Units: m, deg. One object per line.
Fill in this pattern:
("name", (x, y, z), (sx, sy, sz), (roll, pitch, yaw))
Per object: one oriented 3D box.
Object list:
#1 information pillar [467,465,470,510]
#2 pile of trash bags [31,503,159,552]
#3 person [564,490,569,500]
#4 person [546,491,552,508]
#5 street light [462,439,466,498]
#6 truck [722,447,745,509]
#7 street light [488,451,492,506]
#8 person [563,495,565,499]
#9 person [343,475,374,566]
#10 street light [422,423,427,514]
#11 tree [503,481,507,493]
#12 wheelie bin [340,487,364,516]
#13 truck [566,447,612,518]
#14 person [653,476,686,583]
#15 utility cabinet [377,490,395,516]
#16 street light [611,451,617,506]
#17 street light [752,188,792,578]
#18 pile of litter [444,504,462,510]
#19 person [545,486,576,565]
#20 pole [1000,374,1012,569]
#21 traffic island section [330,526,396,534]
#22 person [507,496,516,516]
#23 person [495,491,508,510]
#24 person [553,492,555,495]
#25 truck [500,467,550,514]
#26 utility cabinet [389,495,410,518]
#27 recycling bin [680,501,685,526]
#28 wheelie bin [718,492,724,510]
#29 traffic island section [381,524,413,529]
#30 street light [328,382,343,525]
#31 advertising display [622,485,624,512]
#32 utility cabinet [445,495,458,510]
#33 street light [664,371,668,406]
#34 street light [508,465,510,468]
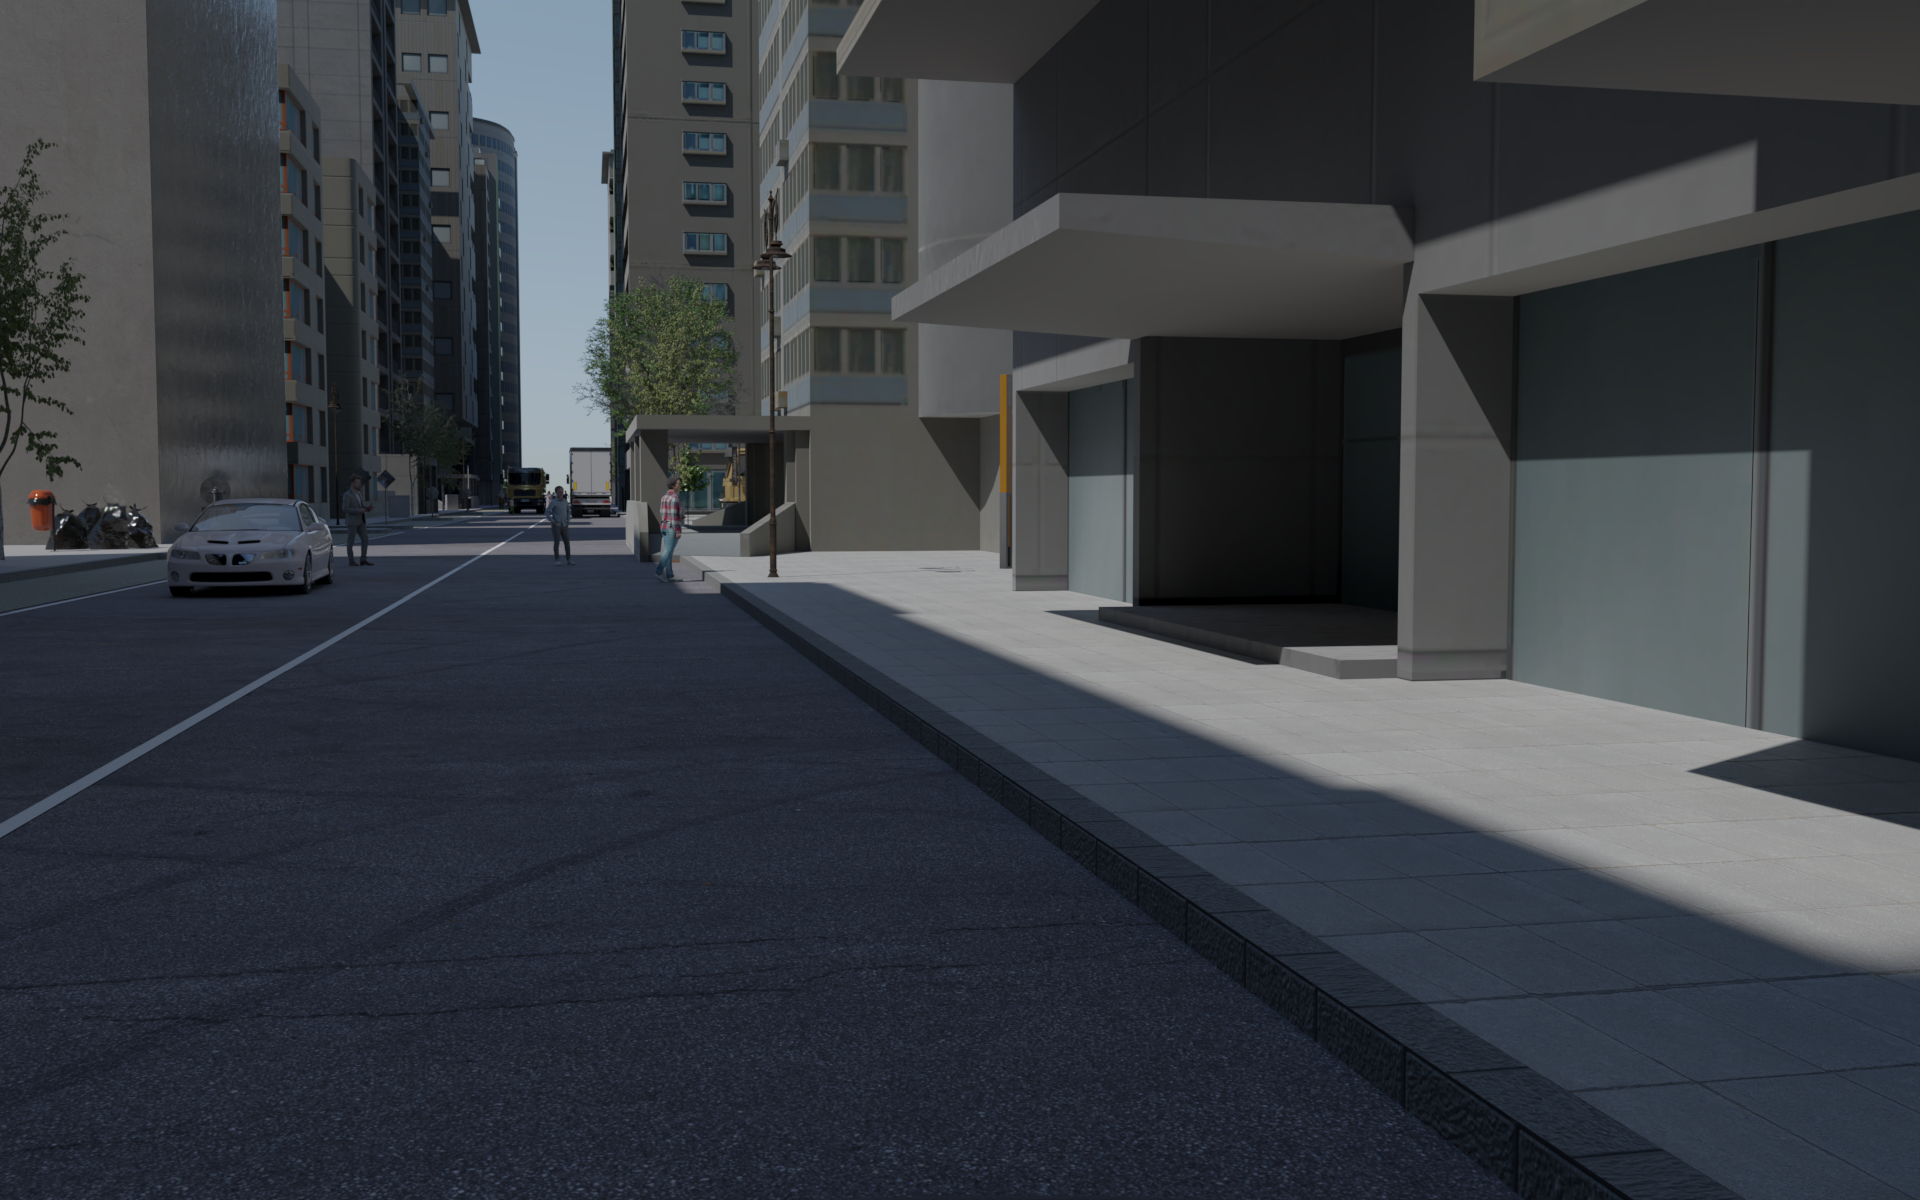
("information pillar", (-39.940, -9.125, 140.547), (0.183, 3.616, 0.504), (-1, 4, -13))
("pile of trash bags", (-20.267, -1.853, 40.054), (1.912, 1.369, 3.447), (0, 4, 7))
("person", (-42.737, -10.958, 187.643), (1.348, 1.826, 0.705), (3, 4, 38))
("person", (-37.105, -9.008, 156.443), (0.621, 1.740, 0.551), (1, 4, 18))
("street light", (-41.752, -10.580, 145.767), (0.468, 5.910, 1.993), (-1, 4, -12))
("truck", (-5.707, -4.618, 71.425), (9.791, 3.379, 3.469), (-1, 4, -11))
("street light", (-50.069, -12.969, 184.825), (0.468, 5.910, 1.993), (-1, 4, -12))
("person", (-40.688, -10.177, 178.115), (0.599, 1.433, 0.991), (-3, 4, -39))
("person", (-12.000, -1.584, 34.594), (0.583, 1.804, 0.606), (1, 4, 11))
("street light", (-34.205, -8.433, 110.671), (0.468, 5.910, 1.993), (-1, 4, -12))
("tree", (-58.043, -13.741, 219.269), (1.663, 3.219, 1.824), (0, 3, 0))
("wheelie bin", (-26.954, -4.212, 76.782), (0.980, 1.594, 0.693), (-2, 4, -28))
("truck", (-23.327, -7.352, 109.121), (2.839, 4.237, 11.283), (-1, 4, -13))
("person", (-4.736, -1.153, 28.189), (0.643, 1.720, 0.563), (-2, 4, -27))
("utility cabinet", (-33.491, -5.647, 101.009), (0.318, 1.500, 1.173), (2, 4, 34))
("street light", (-36.167, -12.807, 182.189), (0.468, 5.910, 1.993), (-1, 4, -12))
("street light", (-2.876, -3.286, 26.514), (0.468, 5.910, 1.993), (-1, 4, -12))
("pile of litter", (-42.065, -7.957, 144.055), (1.719, 0.858, 1.176), (-1, 4, -19))
("person", (-8.060, -1.503, 34.891), (0.589, 1.601, 0.330), (-2, 4, -34))
("pole", (0.789, -2.189, 29.642), (0.158, 3.312, 0.155), (0, 3, 0))
("traffic island section", (-21.943, -2.517, 63.427), (2.009, 0.180, 2.903), (-1, 4, -12))
("person", (-29.560, -6.198, 114.088), (0.590, 1.304, 0.306), (0, 4, -2))
("person", (-41.404, -8.999, 156.369), (1.217, 1.736, 0.721), (-1, 4, -9))
("person", (-63.182, -15.876, 268.792), (1.217, 1.743, 0.721), (2, 4, 27))
("truck", (-31.978, -8.068, 127.833), (3.469, 3.379, 9.791), (-1, 4, -12))
("utility cabinet", (-30.453, -5.068, 94.016), (1.020, 1.237, 0.306), (-1, 4, -19))
("recycling bin", (-10.175, -2.970, 61.113), (0.722, 1.027, 0.722), (-2, 4, -31))
("wheelie bin", (-10.218, -4.189, 76.392), (0.693, 1.594, 0.980), (-3, 5, -44))
("traffic island section", (-23.617, -2.994, 71.235), (2.009, 0.180, 2.903), (-1, 4, -12))
("street light", (-25.686, -6.028, 71.344), (0.468, 5.910, 1.993), (-1, 4, -12))
("advertising display", (-24.440, -7.366, 125.652), (0.123, 1.923, 0.974), (-1, 4, -8))
("utility cabinet", (-41.178, -7.899, 140.312), (0.306, 1.237, 1.020), (3, 5, 43))
("street light", (-11.042, -5.655, 65.245), (0.468, 5.910, 1.993), (-1, 4, -12))
("street light", (-59.222, -15.584, 227.586), (0.468, 5.910, 1.993), (-1, 4, -12))
